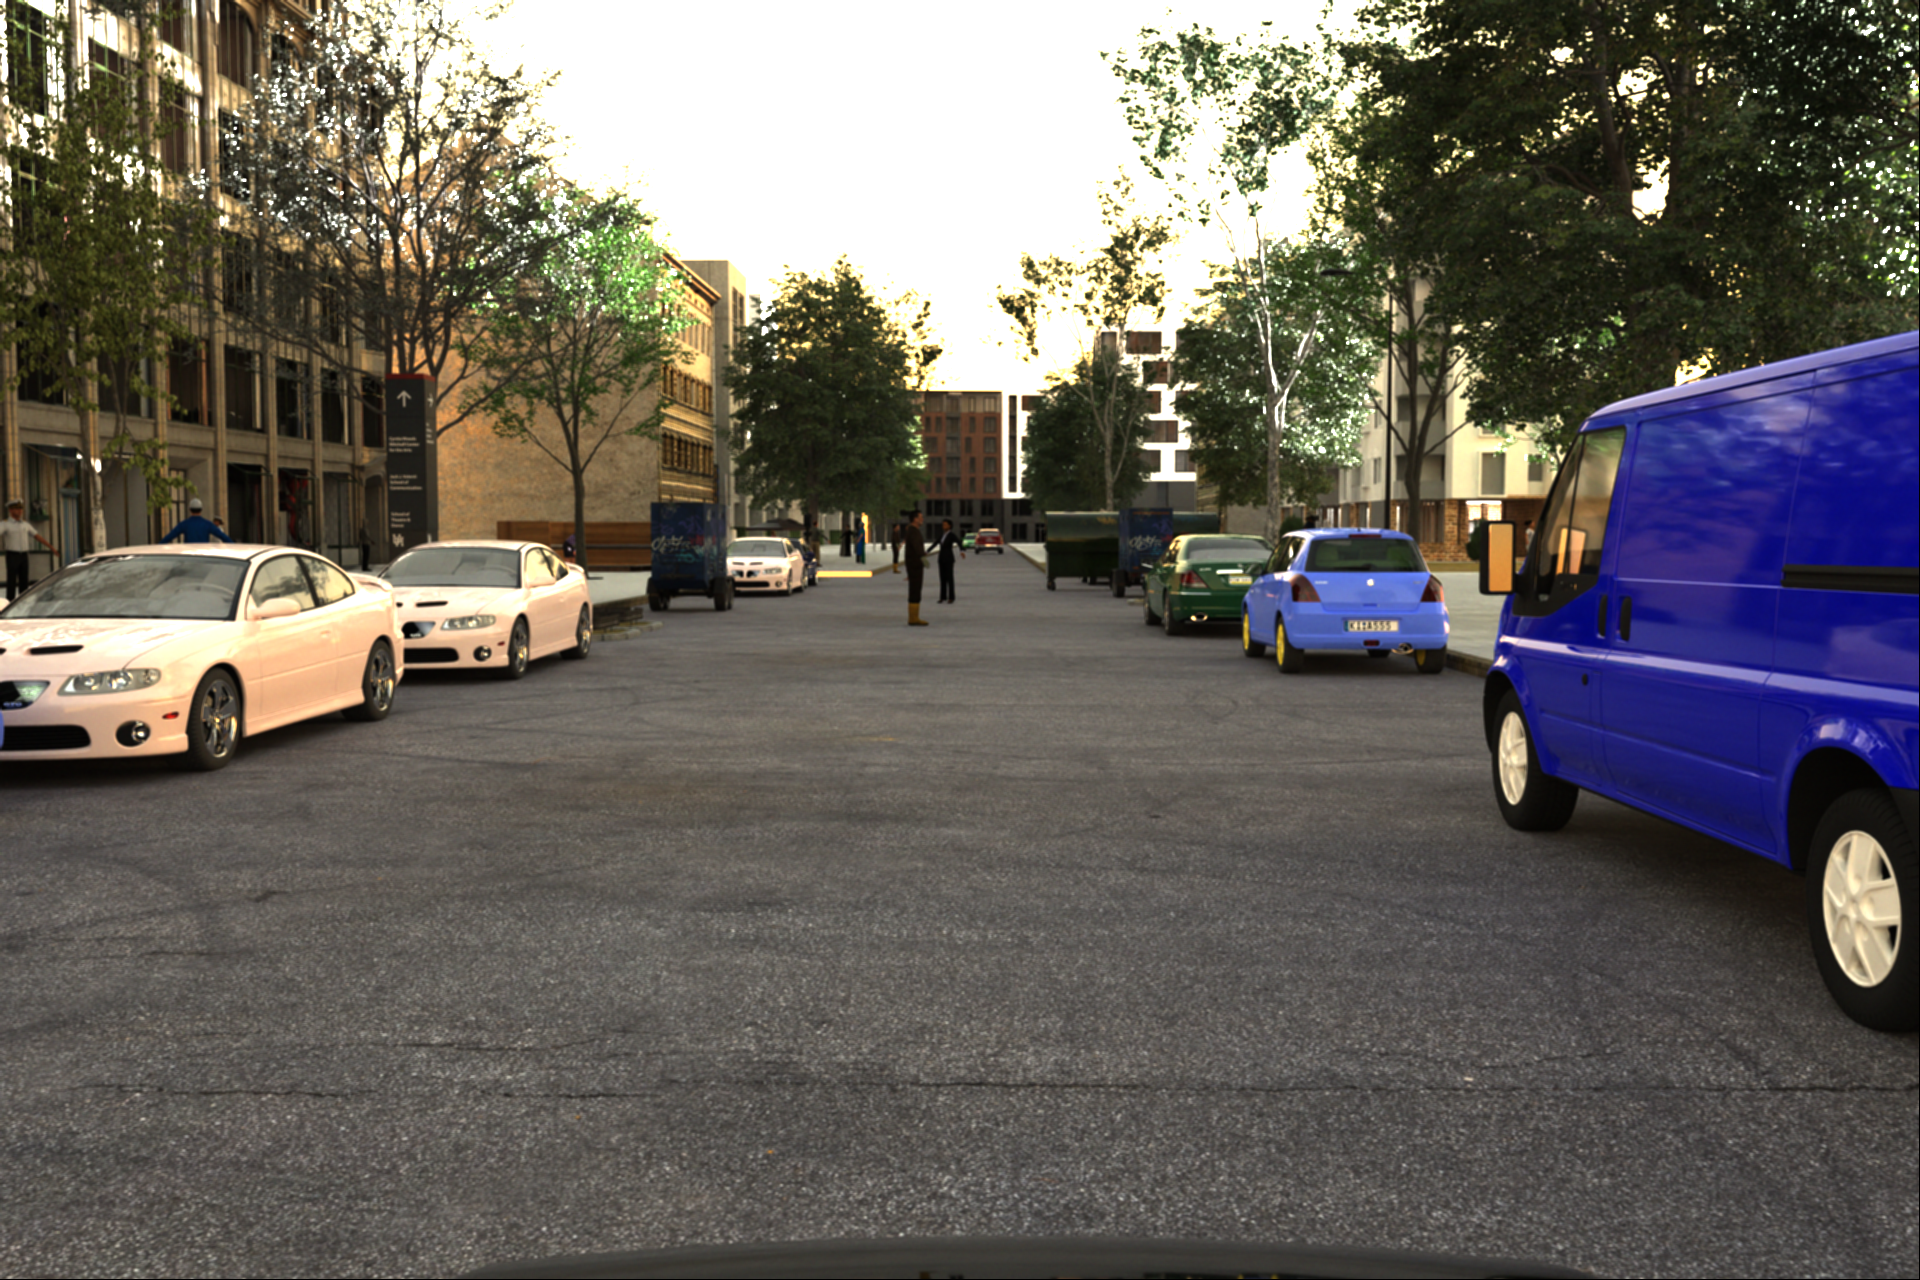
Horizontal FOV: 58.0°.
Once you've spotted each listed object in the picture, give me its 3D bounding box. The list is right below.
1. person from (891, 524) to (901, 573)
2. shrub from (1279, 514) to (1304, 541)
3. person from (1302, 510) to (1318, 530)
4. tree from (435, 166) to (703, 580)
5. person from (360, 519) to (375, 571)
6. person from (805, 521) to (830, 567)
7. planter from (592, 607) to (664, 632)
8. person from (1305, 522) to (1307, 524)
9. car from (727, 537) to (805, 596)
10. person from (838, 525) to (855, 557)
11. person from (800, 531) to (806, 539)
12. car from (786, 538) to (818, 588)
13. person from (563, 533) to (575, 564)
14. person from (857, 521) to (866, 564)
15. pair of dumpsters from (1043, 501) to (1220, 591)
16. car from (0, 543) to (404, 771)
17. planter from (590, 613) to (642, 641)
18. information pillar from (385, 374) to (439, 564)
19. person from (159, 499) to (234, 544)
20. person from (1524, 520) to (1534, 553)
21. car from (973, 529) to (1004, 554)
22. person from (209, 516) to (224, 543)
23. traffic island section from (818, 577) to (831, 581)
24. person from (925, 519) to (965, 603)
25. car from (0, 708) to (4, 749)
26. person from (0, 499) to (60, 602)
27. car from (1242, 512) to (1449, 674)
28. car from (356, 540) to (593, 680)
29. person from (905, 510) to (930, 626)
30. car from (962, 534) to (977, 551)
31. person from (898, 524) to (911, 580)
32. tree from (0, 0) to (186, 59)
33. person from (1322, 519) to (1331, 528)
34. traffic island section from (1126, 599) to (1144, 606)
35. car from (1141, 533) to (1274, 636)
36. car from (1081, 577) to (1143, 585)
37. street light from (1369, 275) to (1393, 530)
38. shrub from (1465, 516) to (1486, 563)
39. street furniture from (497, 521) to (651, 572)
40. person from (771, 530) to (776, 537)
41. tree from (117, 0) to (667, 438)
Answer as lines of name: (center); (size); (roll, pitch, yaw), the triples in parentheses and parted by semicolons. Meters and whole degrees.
person: (-2.314, -3.355, 63.443); (0.704, 1.812, 1.346); (0, 3, 0)
shrub: (12.283, -3.673, 64.089); (1.661, 2.075, 1.752); (0, 3, 0)
person: (8.166, -2.097, 40.155); (0.704, 1.845, 1.351); (2, 4, 27)
tree: (-10.905, -7.538, 49.001); (9.928, 11.665, 9.643); (0, 3, 0)
person: (-20.409, -3.267, 59.551); (0.705, 1.813, 1.348); (-2, 4, -33)
person: (-5.656, -3.780, 68.082); (1.348, 1.796, 0.705); (3, 4, 37)
planter: (-5.528, -0.298, 26.012); (1.991, 0.319, 1.994); (0, 4, 1)
person: (16.464, -4.677, 82.243); (0.705, 1.856, 1.354); (2, 4, 32)
car: (-4.804, -1.777, 41.414); (2.083, 1.381, 4.827); (0, 4, 1)
person: (-6.386, -5.641, 98.423); (1.347, 1.806, 0.705); (3, 5, 43)
person: (-8.242, -5.227, 91.640); (0.705, 1.806, 1.347); (-1, 4, -20)
car: (-4.865, -2.097, 46.872); (1.945, 1.354, 3.894); (0, 4, 1)
person: (-12.329, -2.810, 55.221); (0.697, 1.427, 0.421); (2, 4, 27)
person: (-4.177, -4.117, 73.437); (0.704, 1.817, 1.347); (0, 4, 4)
pair of dumpsters: (4.343, -2.402, 44.217); (4.436, 2.255, 1.574); (0, 4, 0)
car: (-5.381, 0.023, 11.987); (2.083, 1.381, 4.827); (0, 4, 1)
planter: (-5.499, -0.175, 23.997); (1.991, 0.319, 1.994); (0, 4, 2)
information pillar: (-8.935, -2.380, 28.285); (0.750, 3.857, 0.750); (0, 4, 0)
person: (-12.162, -1.329, 27.610); (1.347, 1.842, 0.705); (-2, 4, -24)
person: (18.733, -3.048, 56.609); (0.721, 1.739, 1.217); (3, 4, 38)
car: (2.105, -7.198, 126.358); (2.281, 1.827, 5.304); (0, 3, 0)
person: (-20.047, -2.455, 46.602); (0.721, 1.778, 1.216); (-2, 4, -35)
traffic island section: (-4.994, -1.864, 53.337); (1.991, 0.108, 1.994); (0, 4, 1)
person: (-0.329, -1.631, 35.848); (1.216, 1.740, 0.721); (3, 5, 44)
car: (-5.770, 0.143, 7.260); (1.945, 1.707, 3.694); (0, 4, 1)
person: (-15.372, -1.375, 28.267); (0.704, 1.855, 1.343); (2, 4, 26)
car: (4.143, -0.581, 19.092); (1.945, 1.707, 3.694); (0, 4, 1)
car: (-5.231, -0.378, 18.549); (2.083, 1.381, 4.827); (0, 4, 1)
person: (-0.671, -1.140, 27.234); (0.704, 1.812, 1.346); (-1, 4, -8)
car: (1.121, -8.280, 144.171); (1.959, 1.807, 4.718); (0, 4, 1)
person: (-1.650, -2.721, 53.742); (0.721, 1.733, 1.217); (1, 4, 21)
tree: (-11.412, -6.294, 13.277); (12.009, 13.543, 11.850); (0, 3, 0)
person: (11.229, -2.830, 53.048); (1.217, 1.736, 0.721); (1, 4, 22)
traffic island section: (4.411, -0.759, 35.277); (1.991, 0.108, 1.994); (0, 4, 1)
car: (3.823, -0.859, 25.849); (2.131, 1.459, 4.920); (0, 4, 0)
car: (4.495, -2.515, 50.158); (2.155, 1.783, 4.494); (0, 4, 0)
street light: (8.082, -3.541, 30.432); (1.470, 5.913, 1.316); (0, 4, 1)
shrub: (23.329, -4.471, 77.149); (1.661, 2.075, 1.752); (0, 3, 0)
street furniture: (-13.986, -3.444, 63.156); (11.010, 1.723, 9.812); (1, 4, 8)
person: (-7.074, -3.425, 65.260); (0.991, 1.433, 0.599); (-2, 4, -32)
tree: (-11.174, -7.619, 34.935); (12.009, 13.543, 11.850); (0, 3, 0)
